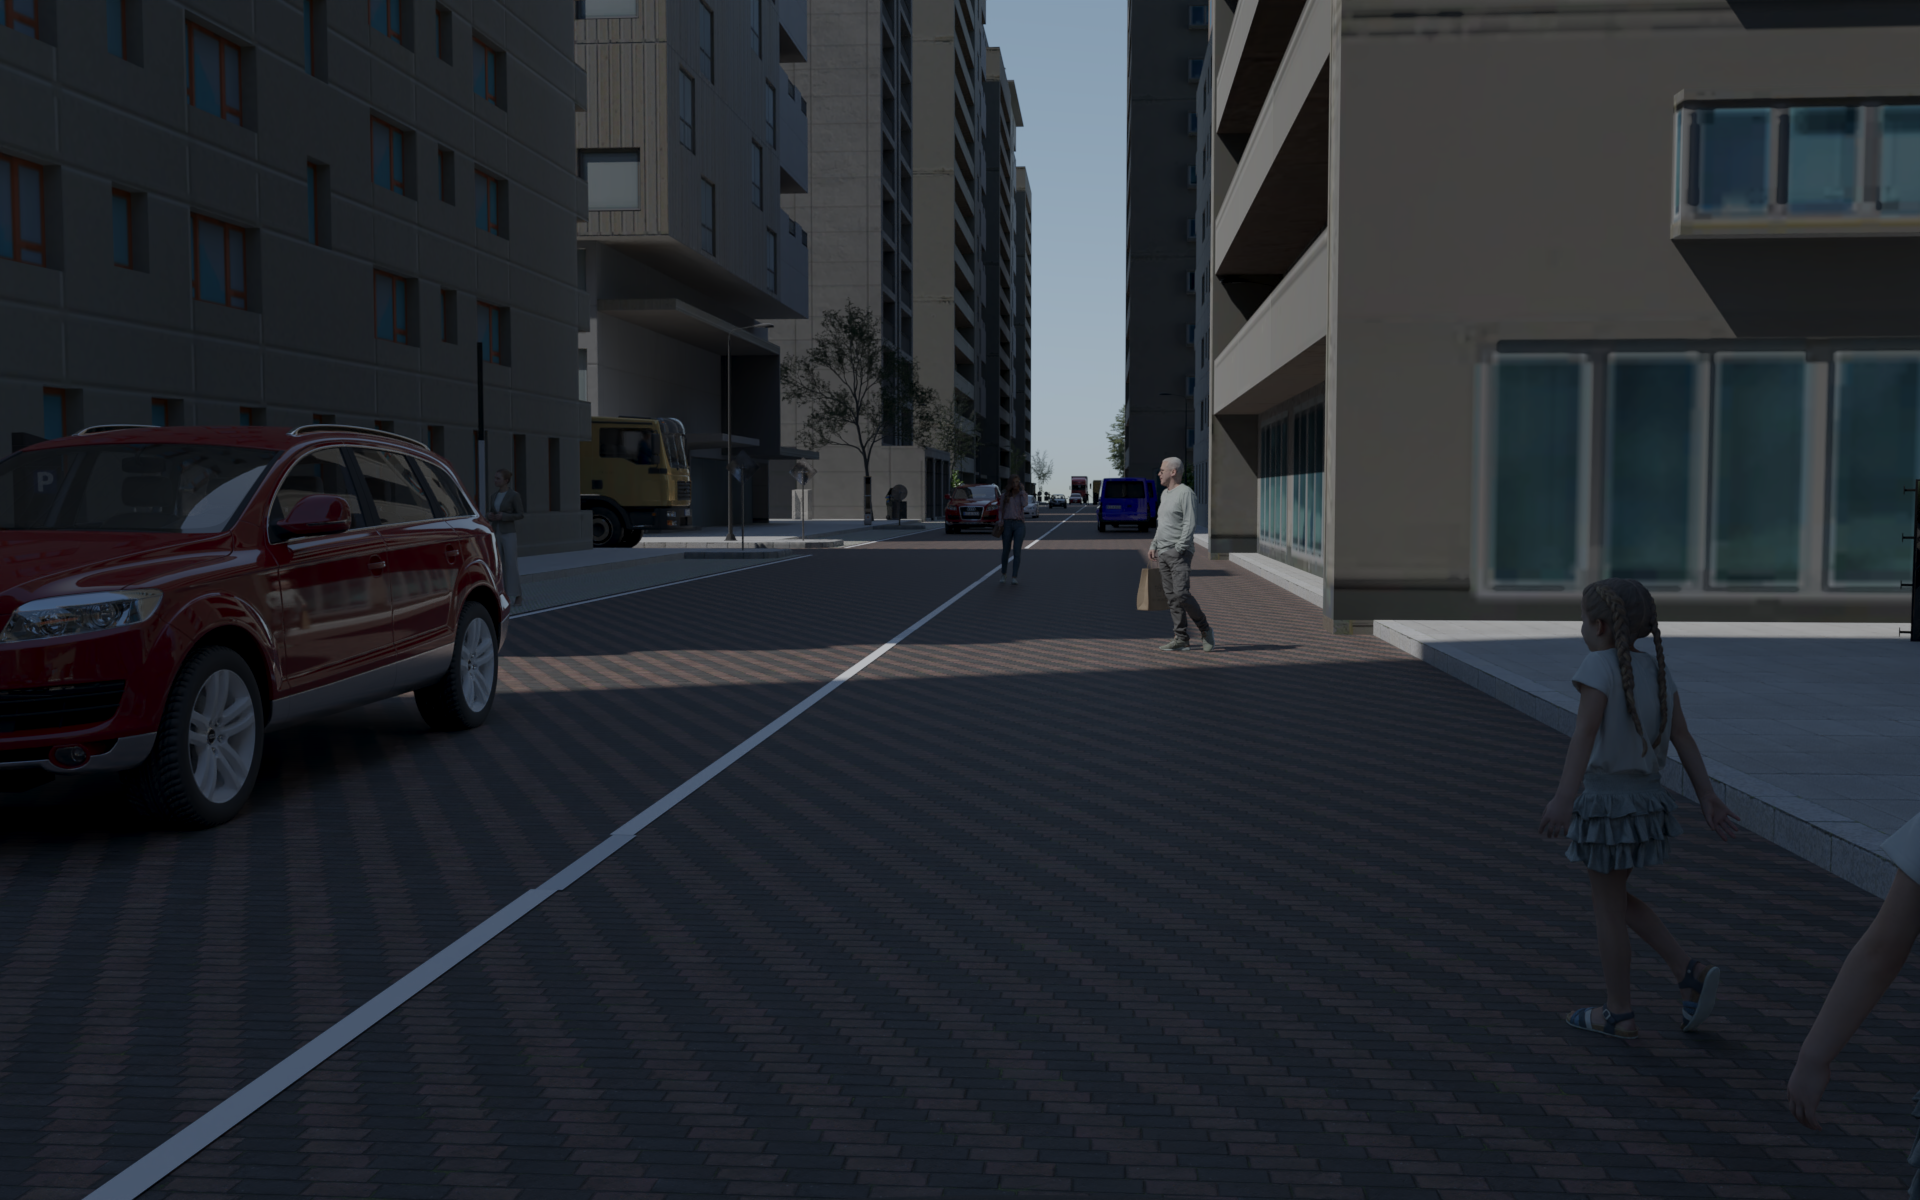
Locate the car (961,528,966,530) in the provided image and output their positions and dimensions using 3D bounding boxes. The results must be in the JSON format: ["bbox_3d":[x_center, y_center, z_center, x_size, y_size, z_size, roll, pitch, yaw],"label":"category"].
[{"bbox_3d":[0.958,-3.725,71.131,2.015,1.641,3.980,0,4,3],"label":"car"}]

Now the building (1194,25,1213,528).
[{"bbox_3d":[23.453,-13.154,60.107,28.899,21.520,27.650,0,4,5],"label":"building"}]

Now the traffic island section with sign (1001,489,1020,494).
[{"bbox_3d":[3.840,-8.439,146.598,1.989,1.847,2.006,0,4,5],"label":"traffic island section with sign"}]

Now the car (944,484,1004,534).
[{"bbox_3d":[0.619,-3.380,63.939,2.281,1.827,5.304,0,4,5],"label":"car"}]

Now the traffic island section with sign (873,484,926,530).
[{"bbox_3d":[-2.433,-3.764,70.169,1.989,1.847,2.006,0,4,5],"label":"traffic island section with sign"}]

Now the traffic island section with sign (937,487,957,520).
[{"bbox_3d":[-0.226,-5.407,97.034,1.989,1.847,2.006,0,4,5],"label":"traffic island section with sign"}]

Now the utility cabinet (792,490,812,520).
[{"bbox_3d":[-7.876,-4.745,86.266,1.173,1.500,0.318,3,5,43],"label":"utility cabinet"}]

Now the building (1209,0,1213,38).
[{"bbox_3d":[19.338,-26.501,83.399,14.600,45.320,14.200,0,4,5],"label":"building"}]

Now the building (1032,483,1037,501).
[{"bbox_3d":[-4.473,-35.197,267.349,32.217,40.220,23.993,0,4,5],"label":"building"}]

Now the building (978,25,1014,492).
[{"bbox_3d":[-5.867,-34.153,182.108,21.300,48.544,21.600,0,4,5],"label":"building"}]

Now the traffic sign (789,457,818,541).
[{"bbox_3d":[-4.283,-2.670,47.302,0.795,2.450,0.064,0,4,5],"label":"traffic sign"}]

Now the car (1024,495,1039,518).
[{"bbox_3d":[3.757,-5.606,104.015,2.083,1.381,4.827,0,4,5],"label":"car"}]

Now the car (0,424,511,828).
[{"bbox_3d":[-4.055,-0.031,9.176,2.281,1.827,5.304,0,4,4],"label":"car"}]

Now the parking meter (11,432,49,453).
[{"bbox_3d":[-8.820,-0.667,16.615,0.255,1.863,0.399,2,4,32],"label":"parking meter"}]

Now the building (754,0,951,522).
[{"bbox_3d":[-11.120,-40.292,97.026,20.563,71.187,20.611,0,4,5],"label":"building"}]

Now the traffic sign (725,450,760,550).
[{"bbox_3d":[-4.937,-2.184,39.343,0.795,2.450,0.064,0,4,5],"label":"traffic sign"}]

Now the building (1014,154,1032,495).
[{"bbox_3d":[-1.022,-37.932,243.897,21.300,48.544,21.600,0,4,5],"label":"building"}]

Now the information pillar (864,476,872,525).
[{"bbox_3d":[-3.804,-4.086,71.305,0.304,2.012,0.304,-1,4,-9],"label":"information pillar"}]

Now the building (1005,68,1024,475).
[{"bbox_3d":[-6.829,-38.558,219.660,28.713,52.752,27.495,0,4,5],"label":"building"}]

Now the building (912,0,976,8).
[{"bbox_3d":[-10.195,-31.167,133.288,21.300,48.544,21.600,0,4,5],"label":"building"}]

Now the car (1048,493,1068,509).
[{"bbox_3d":[9.742,-9.932,172.182,2.009,1.686,4.222,0,4,5],"label":"car"}]

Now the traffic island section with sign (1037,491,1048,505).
[{"bbox_3d":[12.821,-15.133,256.051,1.989,1.847,2.006,0,4,5],"label":"traffic island section with sign"}]

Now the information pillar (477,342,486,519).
[{"bbox_3d":[-7.444,-2.178,26.960,0.183,3.616,0.504,-1,4,-14],"label":"information pillar"}]

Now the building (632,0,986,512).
[{"bbox_3d":[-11.720,-34.779,157.868,28.713,52.752,27.495,0,4,5],"label":"building"}]

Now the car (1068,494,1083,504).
[{"bbox_3d":[15.982,-14.098,239.536,2.155,1.783,4.494,0,4,5],"label":"car"}]

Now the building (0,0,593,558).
[{"bbox_3d":[-24.048,-11.126,26.958,28.899,21.520,27.650,0,4,5],"label":"building"}]

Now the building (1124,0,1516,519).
[{"bbox_3d":[21.317,-29.687,109.077,21.300,48.544,21.600,0,4,5],"label":"building"}]

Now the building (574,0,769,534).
[{"bbox_3d":[-20.599,-28.932,62.272,28.713,52.752,27.495,0,4,5],"label":"building"}]

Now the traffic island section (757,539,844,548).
[{"bbox_3d":[-4.307,-1.534,47.365,2.009,0.180,2.903,0,4,5],"label":"traffic island section"}]

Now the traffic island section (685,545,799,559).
[{"bbox_3d":[-4.961,-1.047,39.407,2.009,0.180,2.903,0,4,5],"label":"traffic island section"}]

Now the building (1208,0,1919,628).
[{"bbox_3d":[15.278,-24.590,25.747,21.300,48.544,21.600,0,4,5],"label":"building"}]
